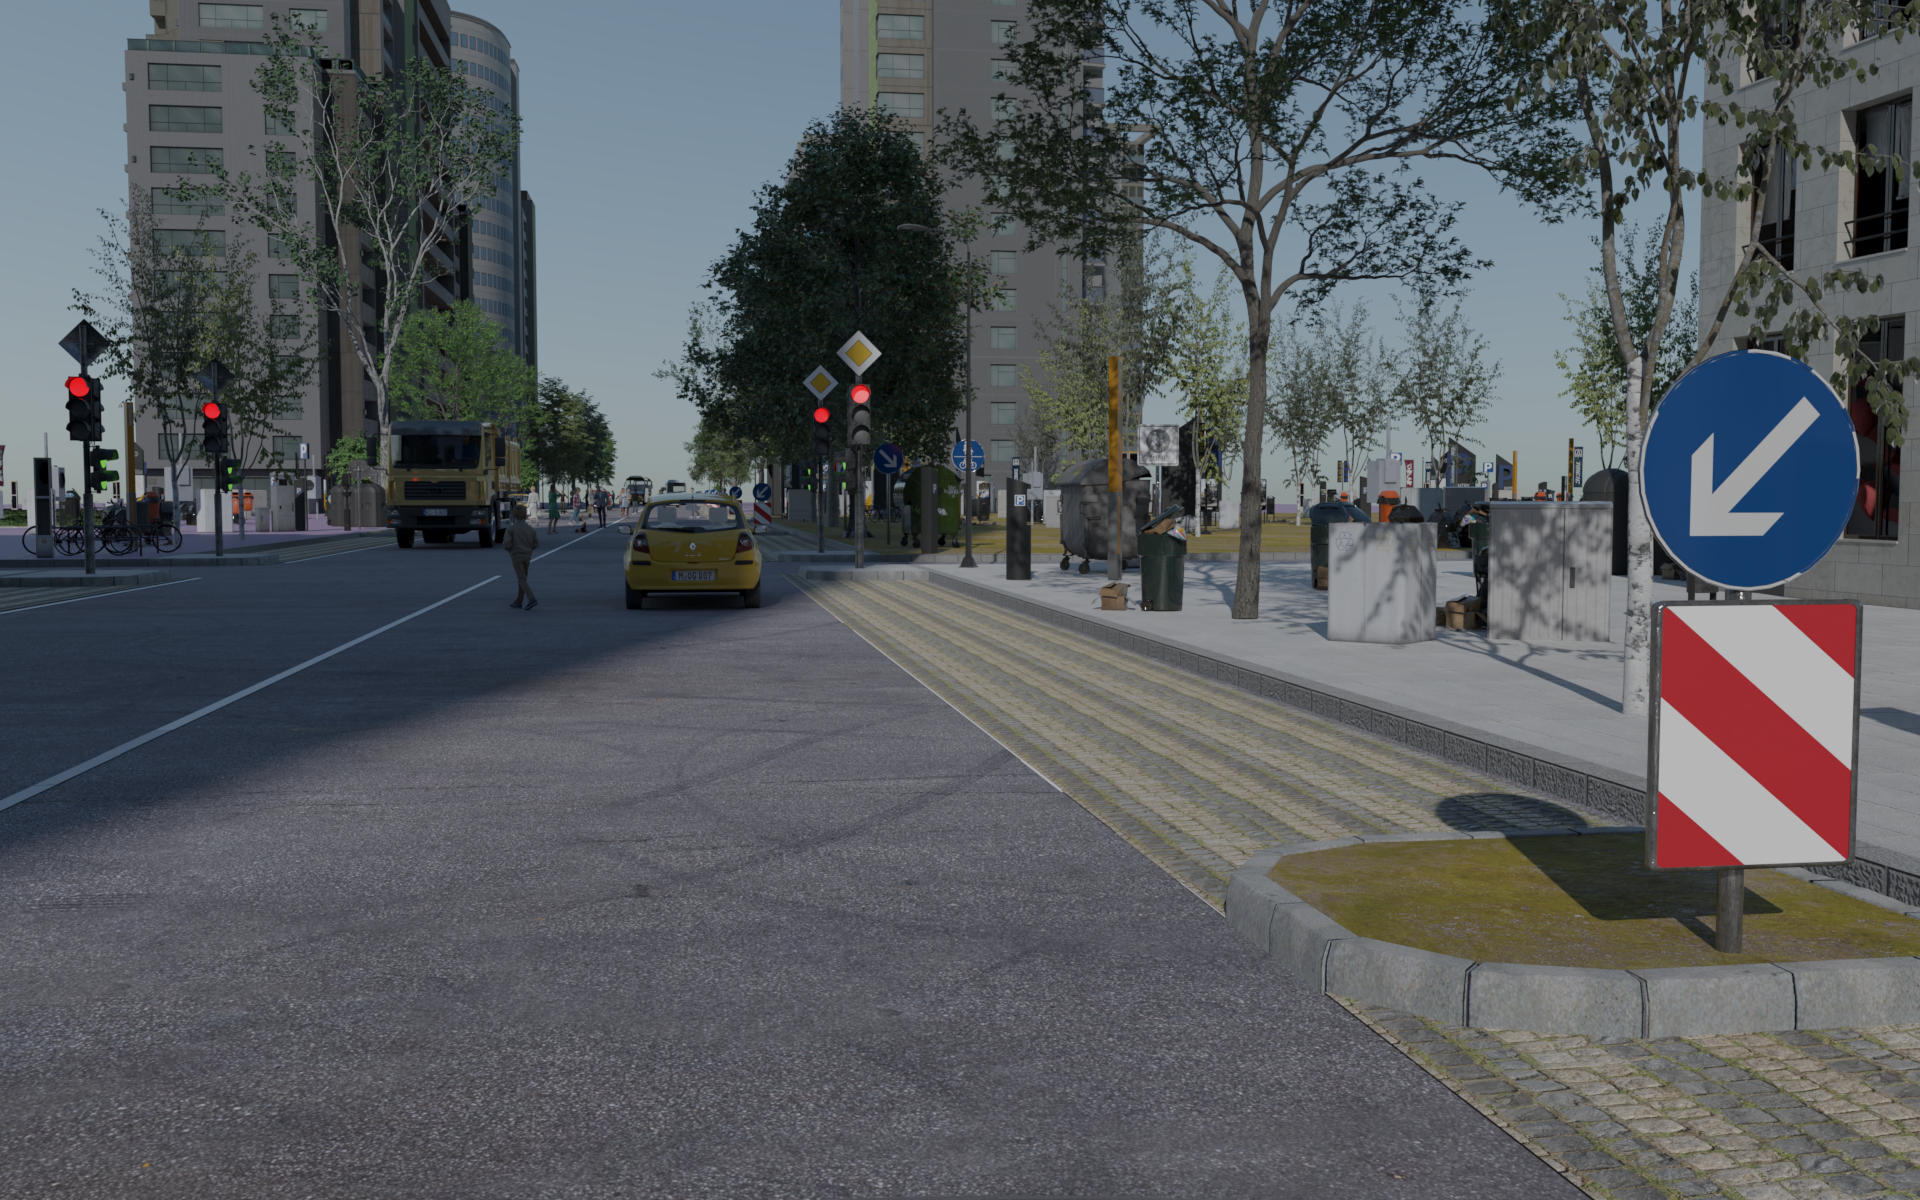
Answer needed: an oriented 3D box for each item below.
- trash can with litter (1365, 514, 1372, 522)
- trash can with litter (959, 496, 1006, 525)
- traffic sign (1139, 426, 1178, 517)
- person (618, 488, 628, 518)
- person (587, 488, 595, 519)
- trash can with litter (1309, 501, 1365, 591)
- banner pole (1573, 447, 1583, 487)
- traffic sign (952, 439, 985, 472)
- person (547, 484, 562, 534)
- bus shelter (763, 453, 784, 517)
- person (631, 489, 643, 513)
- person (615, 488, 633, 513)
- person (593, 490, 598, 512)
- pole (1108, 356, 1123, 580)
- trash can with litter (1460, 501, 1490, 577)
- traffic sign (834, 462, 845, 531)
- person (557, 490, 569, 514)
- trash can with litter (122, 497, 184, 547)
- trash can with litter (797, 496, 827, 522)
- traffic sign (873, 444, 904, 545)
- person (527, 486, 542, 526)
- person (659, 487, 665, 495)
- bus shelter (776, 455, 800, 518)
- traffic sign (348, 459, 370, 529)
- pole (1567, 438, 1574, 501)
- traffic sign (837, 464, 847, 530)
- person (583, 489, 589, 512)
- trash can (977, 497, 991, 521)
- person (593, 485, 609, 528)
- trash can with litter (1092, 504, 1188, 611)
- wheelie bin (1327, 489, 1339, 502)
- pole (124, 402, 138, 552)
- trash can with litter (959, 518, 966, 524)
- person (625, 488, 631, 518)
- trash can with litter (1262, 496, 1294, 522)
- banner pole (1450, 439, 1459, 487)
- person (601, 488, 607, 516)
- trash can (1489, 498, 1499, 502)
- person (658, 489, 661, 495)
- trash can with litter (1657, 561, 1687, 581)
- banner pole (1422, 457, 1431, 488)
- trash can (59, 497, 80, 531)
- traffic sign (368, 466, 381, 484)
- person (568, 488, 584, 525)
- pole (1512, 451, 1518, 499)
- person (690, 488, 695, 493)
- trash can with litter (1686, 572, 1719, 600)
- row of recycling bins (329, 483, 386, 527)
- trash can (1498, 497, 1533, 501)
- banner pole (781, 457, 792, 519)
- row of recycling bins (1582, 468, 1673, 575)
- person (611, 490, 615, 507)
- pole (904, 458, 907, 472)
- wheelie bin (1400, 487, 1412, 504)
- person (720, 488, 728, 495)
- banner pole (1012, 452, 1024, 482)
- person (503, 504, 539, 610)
[{"bbox_3d":[6.234,-0.934,26.654,0.624,1.170,1.055,-3,4,-39],"label":"trash can with litter"},{"bbox_3d":[0.877,-3.705,71.635,2.233,1.210,1.678,3,4,39],"label":"trash can with litter"},{"bbox_3d":[2.903,-1.429,25.487,0.606,2.300,0.079,0,4,-5],"label":"traffic sign"},{"bbox_3d":[-20.249,-5.829,103.896,0.616,1.811,0.778,-2,4,-34],"label":"person"},{"bbox_3d":[-20.824,-5.416,97.538,0.515,1.767,0.782,0,4,1],"label":"person"},{"bbox_3d":[5.031,-0.730,23.321,0.624,1.170,1.055,0,4,7],"label":"trash can with litter"},{"bbox_3d":[28.452,-5.513,80.150,0.863,3.779,0.401,-1,4,-12],"label":"banner pole"},{"bbox_3d":[0.185,-2.459,40.317,0.768,2.556,0.104,0,4,-3],"label":"traffic sign"},{"bbox_3d":[-14.533,-3.245,61.798,0.600,1.795,0.529,3,5,43],"label":"person"},{"bbox_3d":[-10.666,-6.745,101.570,1.731,3.624,6.357,-1,4,-9],"label":"bus shelter"},{"bbox_3d":[-24.107,-7.337,128.476,1.348,1.822,0.705,-2,4,-33],"label":"person"},{"bbox_3d":[-25.142,-7.424,129.520,1.348,1.869,0.705,-2,4,-25],"label":"person"},{"bbox_3d":[-28.517,-7.740,135.585,0.617,1.759,0.750,-1,4,-10],"label":"person"},{"bbox_3d":[2.309,-1.951,25.738,0.158,3.312,0.155,0,3,0],"label":"pole"},{"bbox_3d":[8.286,-0.936,26.683,1.055,1.170,0.624,-2,4,-28],"label":"trash can with litter"},{"bbox_3d":[-3.983,-3.660,59.944,0.768,2.556,0.104,0,4,-4],"label":"traffic sign"},{"bbox_3d":[-28.095,-6.929,122.306,1.217,1.766,0.721,1,4,23],"label":"person"},{"bbox_3d":[-20.071,-1.967,43.225,1.678,1.210,2.233,1,4,10],"label":"trash can with litter"},{"bbox_3d":[-6.800,-4.281,81.054,2.233,1.210,1.678,-3,5,-39],"label":"trash can with litter"},{"bbox_3d":[-1.807,-2.668,43.732,0.768,2.556,0.104,0,4,0],"label":"traffic sign"},{"bbox_3d":[-18.896,-4.146,76.632,0.694,1.780,0.624,-2,4,-28],"label":"person"},{"bbox_3d":[-14.586,-4.637,84.669,0.624,1.780,0.694,-3,5,-41],"label":"person"},{"bbox_3d":[-8.775,-7.096,93.647,2.179,5.291,8.768,-1,4,-9],"label":"bus shelter"},{"bbox_3d":[-21.757,-3.829,62.702,0.768,2.556,0.104,0,4,-4],"label":"traffic sign"},{"bbox_3d":[22.284,-4.244,63.227,0.158,3.312,0.155,0,3,0],"label":"pole"},{"bbox_3d":[-3.805,-3.399,57.709,0.606,2.300,0.079,0,4,-5],"label":"traffic sign"},{"bbox_3d":[-30.259,-8.058,140.381,0.705,1.807,1.348,1,4,9],"label":"person"},{"bbox_3d":[1.104,-4.344,82.673,0.748,1.137,0.748,0,3,0],"label":"trash can"},{"bbox_3d":[-15.161,-3.946,73.195,0.592,1.802,0.473,1,4,20],"label":"person"},{"bbox_3d":[1.980,-0.468,19.046,1.055,1.170,0.624,1,4,12],"label":"trash can with litter"},{"bbox_3d":[23.921,-6.324,111.301,0.980,1.594,0.693,-1,4,-12],"label":"wheelie bin"},{"bbox_3d":[-18.429,-2.730,38.481,0.158,3.312,0.155,0,3,0],"label":"pole"},{"bbox_3d":[-0.184,-3.815,73.761,1.055,1.170,0.624,2,4,32],"label":"trash can with litter"},{"bbox_3d":[-20.218,-5.909,105.454,0.374,1.781,0.599,2,4,35],"label":"person"},{"bbox_3d":[14.419,-4.185,79.484,1.678,1.210,2.233,-2,4,-29],"label":"trash can with litter"},{"bbox_3d":[22.123,-5.352,77.523,0.401,3.779,0.863,3,5,41],"label":"banner pole"},{"bbox_3d":[-22.811,-6.235,110.650,0.583,1.804,0.606,0,4,-3],"label":"person"},{"bbox_3d":[21.367,-3.497,68.833,0.748,1.137,0.748,0,3,0],"label":"trash can"},{"bbox_3d":[-25.713,-8.551,148.310,1.348,1.824,0.705,2,4,35],"label":"person"},{"bbox_3d":[10.770,-0.872,25.639,0.624,1.170,1.055,-1,4,-20],"label":"trash can with litter"},{"bbox_3d":[31.536,-7.778,117.186,0.863,3.779,0.401,0,3,0],"label":"banner pole"},{"bbox_3d":[-31.362,-3.015,60.953,0.748,1.137,0.748,0,3,0],"label":"trash can"},{"bbox_3d":[-26.278,-4.765,78.016,0.768,2.556,0.104,0,4,-3],"label":"traffic sign"},{"bbox_3d":[-17.617,-4.291,79.497,0.643,1.720,0.563,1,4,11],"label":"person"},{"bbox_3d":[26.089,-5.359,81.471,0.158,3.312,0.155,0,3,0],"label":"pole"},{"bbox_3d":[-15.784,-5.778,102.994,0.620,1.820,0.660,-3,5,-44],"label":"person"},{"bbox_3d":[7.461,-0.349,16.761,2.233,1.210,1.678,-3,5,-44],"label":"trash can with litter"},{"bbox_3d":[-23.622,-3.717,67.889,1.069,1.692,3.534,-3,5,-45],"label":"row of recycling bins"},{"bbox_3d":[17.516,-2.610,54.326,0.748,1.137,0.748,0,3,0],"label":"trash can"},{"bbox_3d":[-8.872,-5.989,87.942,0.863,3.779,0.401,2,4,29],"label":"banner pole"},{"bbox_3d":[11.763,-1.255,27.634,3.534,1.692,1.069,0,3,0],"label":"row of recycling bins"},{"bbox_3d":[-37.018,-10.759,184.278,0.599,1.838,0.709,-2,4,-28],"label":"person"},{"bbox_3d":[-2.828,-5.879,89.972,0.158,3.312,0.155,0,3,0],"label":"pole"},{"bbox_3d":[20.290,-4.349,79.021,0.980,1.594,0.693,0,4,-3],"label":"wheelie bin"},{"bbox_3d":[-12.478,-5.074,91.939,0.782,1.767,0.515,1,4,14],"label":"person"},{"bbox_3d":[3.504,-6.937,103.436,0.863,3.779,0.401,0,4,-7],"label":"banner pole"},{"bbox_3d":[-5.446,-0.531,21.456,0.640,1.303,0.475,3,4,37],"label":"person"}]
